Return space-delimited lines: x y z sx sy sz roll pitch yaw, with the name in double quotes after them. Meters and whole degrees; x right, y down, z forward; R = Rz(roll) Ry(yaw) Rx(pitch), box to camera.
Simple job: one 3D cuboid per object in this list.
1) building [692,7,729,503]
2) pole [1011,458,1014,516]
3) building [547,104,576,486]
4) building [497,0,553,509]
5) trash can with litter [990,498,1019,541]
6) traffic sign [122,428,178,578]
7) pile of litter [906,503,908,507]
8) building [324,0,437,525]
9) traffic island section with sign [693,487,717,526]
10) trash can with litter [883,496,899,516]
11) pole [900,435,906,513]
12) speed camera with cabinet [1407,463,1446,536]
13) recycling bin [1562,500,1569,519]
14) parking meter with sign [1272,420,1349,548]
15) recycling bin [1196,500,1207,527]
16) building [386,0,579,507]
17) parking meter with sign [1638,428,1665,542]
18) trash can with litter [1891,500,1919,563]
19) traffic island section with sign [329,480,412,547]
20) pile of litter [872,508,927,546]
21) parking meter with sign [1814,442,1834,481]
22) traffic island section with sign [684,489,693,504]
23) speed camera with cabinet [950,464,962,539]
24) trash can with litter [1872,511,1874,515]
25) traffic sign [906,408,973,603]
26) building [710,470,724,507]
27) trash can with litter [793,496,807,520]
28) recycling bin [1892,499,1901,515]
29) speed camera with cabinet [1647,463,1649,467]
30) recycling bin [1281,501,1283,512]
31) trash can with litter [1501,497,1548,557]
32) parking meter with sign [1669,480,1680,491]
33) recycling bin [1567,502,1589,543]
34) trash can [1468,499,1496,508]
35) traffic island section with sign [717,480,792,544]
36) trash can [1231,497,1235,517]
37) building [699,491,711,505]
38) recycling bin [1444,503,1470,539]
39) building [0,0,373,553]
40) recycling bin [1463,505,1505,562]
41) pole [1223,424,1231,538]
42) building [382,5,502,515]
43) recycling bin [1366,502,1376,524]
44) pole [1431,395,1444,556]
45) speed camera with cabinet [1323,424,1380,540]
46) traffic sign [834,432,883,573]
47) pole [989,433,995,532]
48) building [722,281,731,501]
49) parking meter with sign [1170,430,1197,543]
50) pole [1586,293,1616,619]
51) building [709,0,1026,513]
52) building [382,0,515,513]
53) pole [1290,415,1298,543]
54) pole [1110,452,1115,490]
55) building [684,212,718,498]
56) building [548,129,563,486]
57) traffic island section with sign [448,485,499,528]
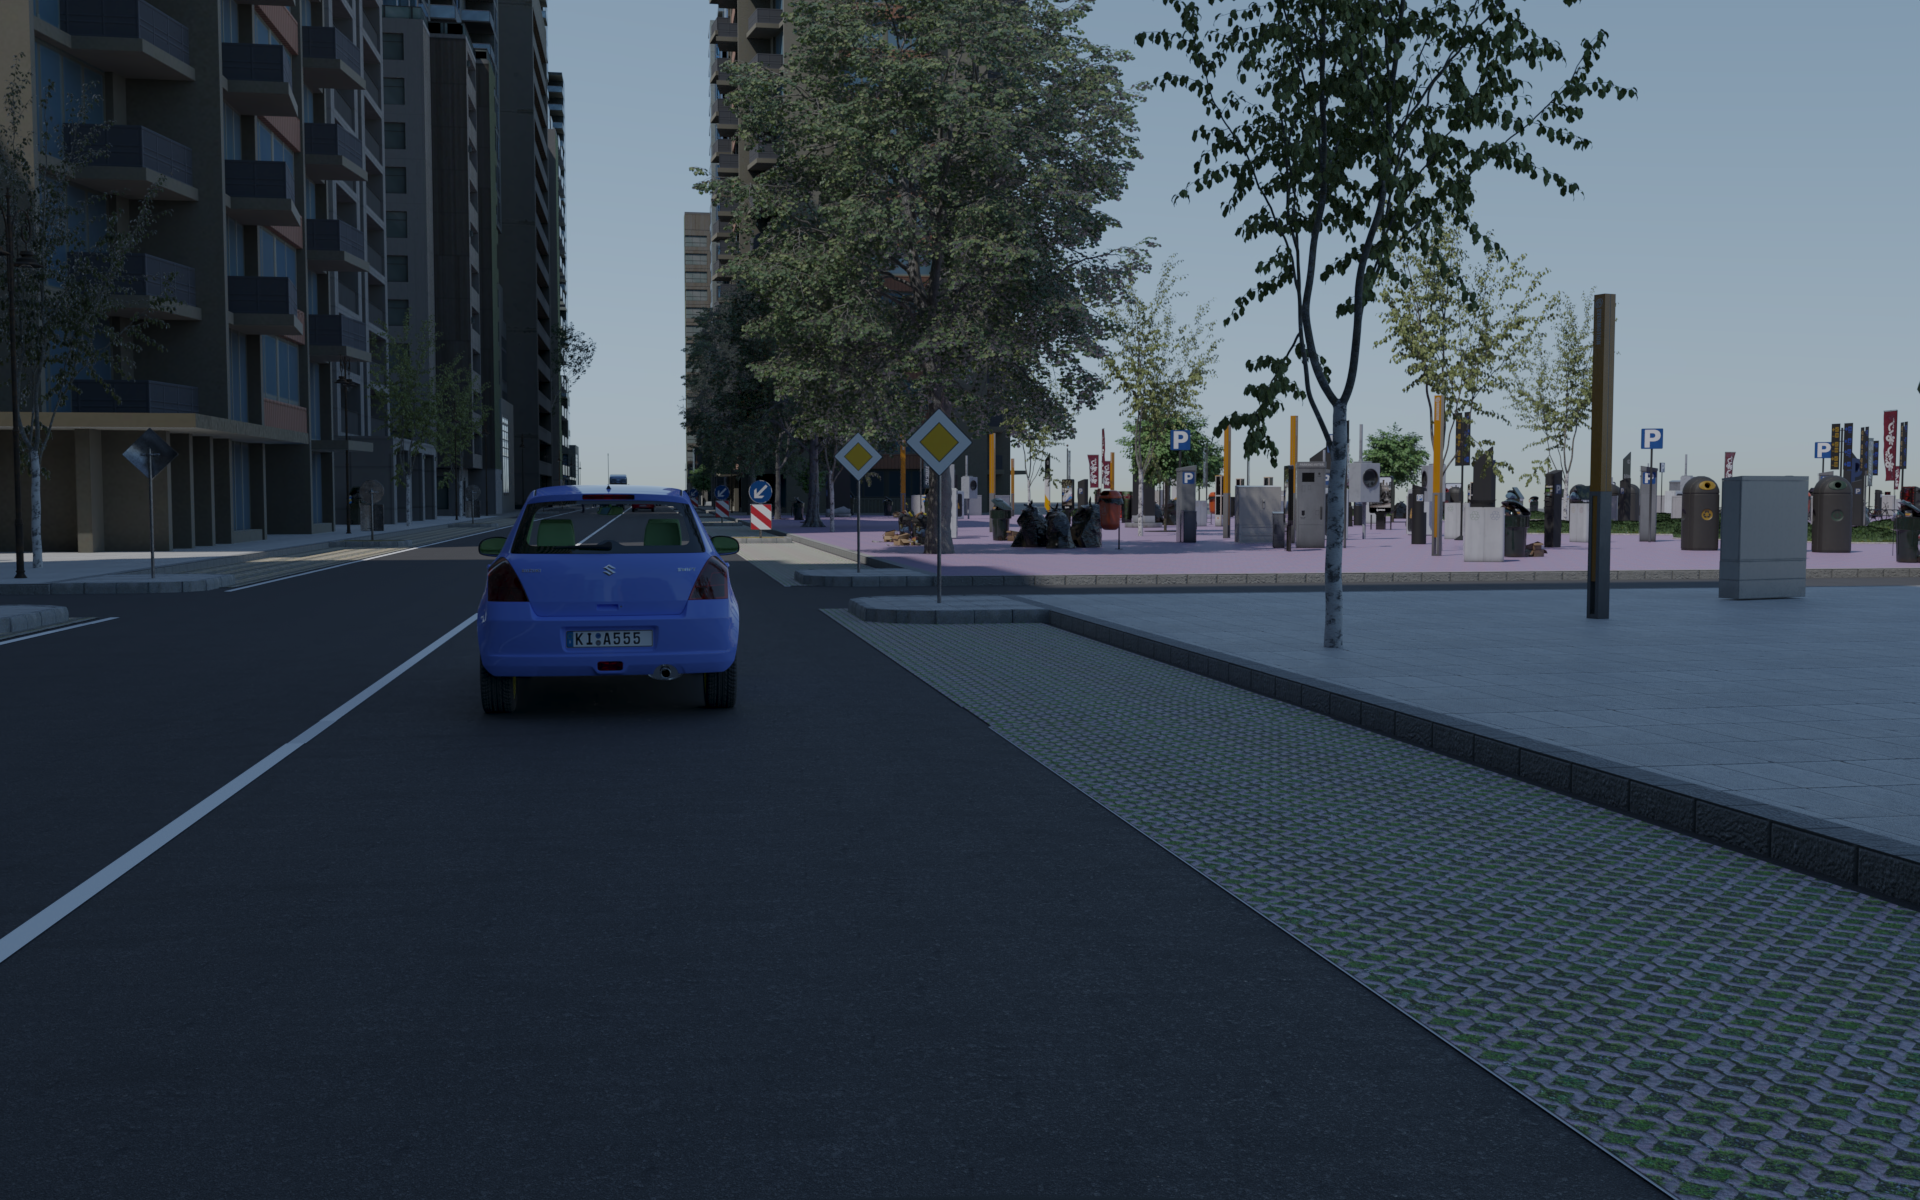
-24.340 -56.159 230.870 22.319 86.520 31.000 -1 4 -10 "building"
3.012 -6.437 99.087 0.158 3.312 0.155 0 3 0 "pole"
-58.979 -35.999 208.192 23.786 49.044 30.456 -1 4 -10 "building"
-47.917 -32.407 153.554 21.300 48.544 21.600 -1 4 -10 "building"
1.328 -2.200 47.350 1.055 1.170 0.624 3 5 43 "trash can with litter"
-12.285 -1.387 26.313 0.795 2.450 0.064 -1 4 -10 "traffic sign"
-3.169 -4.927 94.516 1.719 0.858 1.176 -1 4 -10 "pile of litter"
-35.742 -39.211 79.358 20.563 71.187 20.611 -1 4 -10 "building"
-10.755 -4.199 77.289 1.989 1.847 2.006 -1 4 -10 "traffic island section with sign"
-3.997 -5.526 101.734 1.055 1.170 0.624 -1 4 -9 "trash can with litter"
-1.968 -4.029 59.711 0.158 3.312 0.155 0 3 0 "pole"
14.285 -3.593 53.076 0.660 3.252 2.038 0 4 -2 "speed camera with cabinet"
27.457 -4.000 77.957 0.722 1.027 0.722 2 4 30 "recycling bin"
8.297 -2.739 41.051 1.738 3.016 0.543 0 4 7 "parking meter with sign"
9.307 -3.434 68.701 0.722 1.027 0.722 -2 4 -32 "recycling bin"
-63.928 -56.554 237.322 22.319 86.520 31.000 -1 4 -10 "building"
18.611 -3.088 46.756 0.543 3.016 1.738 1 4 19 "parking meter with sign"
18.002 -1.280 32.317 1.055 1.170 0.624 1 4 19 "trash can with litter"
-16.088 -2.369 47.364 1.989 1.847 2.006 -1 4 -10 "traffic island section with sign"
-1.222 -1.808 43.528 1.719 0.858 1.176 -3 5 -43 "pile of litter"
28.515 -3.723 57.133 0.543 3.016 1.738 1 4 23 "parking meter with sign"
-19.583 -7.215 126.587 1.989 1.847 2.006 -1 4 -10 "traffic island section with sign"
-0.403 -3.422 50.287 0.660 3.252 2.038 0 4 -3 "speed camera with cabinet"
55.481 -5.685 104.340 1.055 1.170 0.624 -2 4 -29 "trash can with litter"
-0.248 -1.020 20.328 0.795 2.450 0.064 -1 4 -10 "traffic sign"
-13.704 -44.604 167.519 20.563 71.187 20.611 -1 4 -10 "building"
-7.660 -4.488 84.766 1.055 1.170 0.624 1 4 10 "trash can with litter"
48.092 -4.638 88.377 0.722 1.027 0.722 0 4 5 "recycling bin"
43.461 -7.158 111.362 2.038 3.252 0.660 3 5 44 "speed camera with cabinet"
11.763 -3.185 64.636 0.722 1.027 0.722 -3 5 -43 "recycling bin"
11.447 -1.465 35.335 1.055 1.170 0.624 -2 4 -30 "trash can with litter"
39.429 -6.058 95.301 1.738 3.016 0.543 3 5 45 "parking meter with sign"
16.745 -2.053 46.123 0.722 1.027 0.722 -1 4 -15 "recycling bin"
13.813 -2.092 45.854 0.748 1.137 0.748 0 3 0 "trash can"
-5.995 -2.577 50.755 1.989 1.847 2.006 -1 4 -10 "traffic island section with sign"
15.023 -5.191 96.522 0.748 1.137 0.748 0 3 0 "trash can"
-14.795 -31.447 206.042 32.217 40.220 23.993 -1 4 -10 "building"
14.267 -2.252 49.374 0.722 1.027 0.722 2 4 33 "recycling bin"
-29.398 -24.066 48.100 22.147 44.769 28.867 -1 4 -10 "building"
9.958 -1.247 32.938 0.722 1.027 0.722 1 4 14 "recycling bin"
7.725 -3.440 50.082 0.158 3.312 0.155 0 3 0 "pole"
-36.086 -20.452 106.099 14.160 30.474 14.107 -1 4 -10 "building"
17.944 -3.817 74.958 0.722 1.027 0.722 2 4 26 "recycling bin"
9.884 -2.567 35.820 0.158 3.312 0.155 0 3 0 "pole"
10.793 -3.319 48.609 2.038 3.252 0.660 -2 4 -24 "speed camera with cabinet"
-1.656 -1.501 28.188 0.795 2.450 0.064 -1 4 -10 "traffic sign"
1.086 -3.923 57.982 0.158 3.312 0.155 0 3 0 "pole"
-13.685 -23.199 150.997 14.160 30.474 14.107 -1 4 -10 "building"
6.034 -3.065 46.371 0.543 3.016 1.738 0 4 -3 "parking meter with sign"
6.574 -1.462 17.755 0.158 3.312 0.155 0 3 0 "pole"
-7.299 -29.070 129.913 22.147 44.769 28.867 -1 4 -10 "building"
-44.269 -49.768 126.379 22.319 86.520 31.000 -1 4 -10 "building"
8.676 -3.132 45.044 0.158 3.312 0.155 0 3 0 "pole"
7.417 -5.535 84.335 0.158 3.312 0.155 0 3 0 "pole"
-33.171 -34.859 253.535 14.154 41.232 14.086 -1 4 -10 "building"
-50.760 -30.809 187.316 14.154 41.232 14.086 -1 4 -10 "building"
-20.973 -4.039 74.661 1.989 1.847 2.006 -1 4 -10 "traffic island section with sign"
